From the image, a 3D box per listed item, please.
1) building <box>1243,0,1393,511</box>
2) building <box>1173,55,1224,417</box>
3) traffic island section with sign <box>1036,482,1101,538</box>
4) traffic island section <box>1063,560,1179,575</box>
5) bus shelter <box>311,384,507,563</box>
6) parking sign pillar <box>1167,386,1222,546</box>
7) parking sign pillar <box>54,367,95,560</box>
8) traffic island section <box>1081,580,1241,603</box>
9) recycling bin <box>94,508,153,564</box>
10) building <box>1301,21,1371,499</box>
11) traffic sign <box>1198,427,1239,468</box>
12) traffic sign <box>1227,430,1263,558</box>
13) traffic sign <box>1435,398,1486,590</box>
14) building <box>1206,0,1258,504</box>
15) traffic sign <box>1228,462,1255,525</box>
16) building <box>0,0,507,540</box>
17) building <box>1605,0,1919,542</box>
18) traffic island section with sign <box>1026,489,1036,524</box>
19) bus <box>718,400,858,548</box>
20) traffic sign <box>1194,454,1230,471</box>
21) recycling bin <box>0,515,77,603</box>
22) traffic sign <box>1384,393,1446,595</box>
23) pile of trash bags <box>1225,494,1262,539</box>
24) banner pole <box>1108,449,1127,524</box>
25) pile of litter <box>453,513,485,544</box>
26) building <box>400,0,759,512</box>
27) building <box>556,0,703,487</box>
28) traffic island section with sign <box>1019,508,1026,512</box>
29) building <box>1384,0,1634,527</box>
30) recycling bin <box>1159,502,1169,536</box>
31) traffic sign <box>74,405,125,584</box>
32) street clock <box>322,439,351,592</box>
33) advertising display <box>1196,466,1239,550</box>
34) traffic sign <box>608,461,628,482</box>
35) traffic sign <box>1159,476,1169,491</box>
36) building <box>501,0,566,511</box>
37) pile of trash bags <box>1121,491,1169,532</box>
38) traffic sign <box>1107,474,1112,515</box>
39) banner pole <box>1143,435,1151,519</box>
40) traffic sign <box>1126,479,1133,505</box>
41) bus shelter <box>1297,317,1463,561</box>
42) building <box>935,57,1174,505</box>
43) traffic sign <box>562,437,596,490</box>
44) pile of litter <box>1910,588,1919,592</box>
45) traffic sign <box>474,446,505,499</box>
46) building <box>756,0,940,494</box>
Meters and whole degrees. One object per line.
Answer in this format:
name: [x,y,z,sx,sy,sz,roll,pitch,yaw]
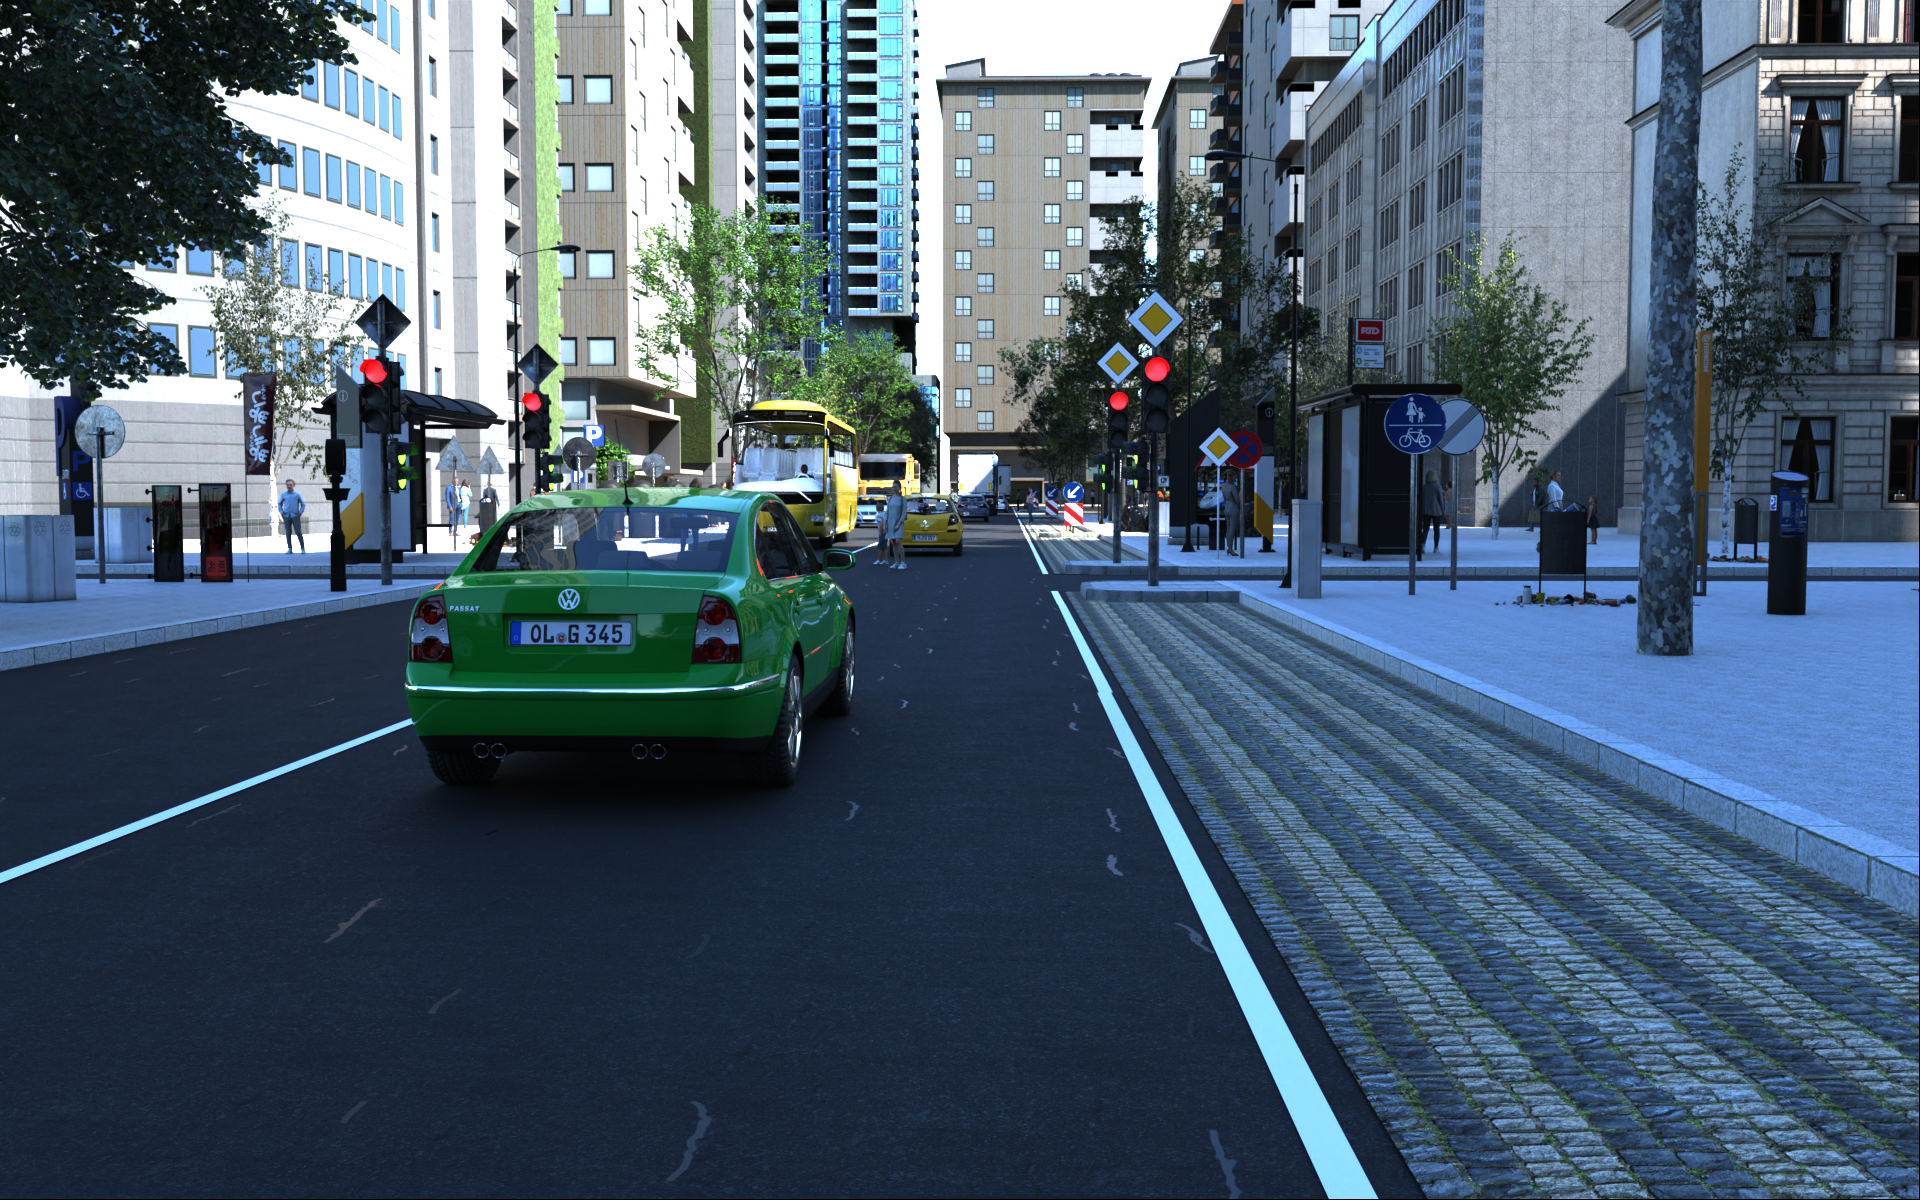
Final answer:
building: [35.503,-32.749,124.689,28.713,52.752,27.495,0,4,2]
building: [38.714,-38.389,216.894,27.495,52.752,28.713,0,4,2]
traffic island section with sign: [3.605,-2.964,57.090,1.989,1.847,2.006,0,4,2]
traffic island section: [2.935,-0.604,32.161,2.009,0.180,2.903,0,4,2]
bus shelter: [-10.817,-2.485,34.553,2.014,3.302,5.546,0,4,2]
parking sign pillar: [5.970,-3.378,43.697,1.447,3.967,1.447,2,4,26]
parking sign pillar: [-17.484,-2.798,34.217,1.447,3.967,1.447,-3,4,-36]
traffic island section: [2.722,-0.116,24.179,2.009,0.180,2.903,0,4,2]
recycling bin: [-15.566,-1.203,32.230,0.722,1.027,0.722,1,4,19]
building: [26.705,-16.993,95.857,12.078,24.808,19.932,0,4,2]
traffic sign: [5.088,-2.094,33.970,0.795,2.593,0.064,0,4,7]
traffic sign: [5.632,-2.103,34.482,0.768,2.556,0.104,1,4,10]
traffic sign: [6.606,-1.407,23.115,0.768,2.556,0.104,0,4,2]
building: [33.637,-30.489,153.121,22.147,44.769,28.867,0,4,2]
traffic sign: [6.619,-2.490,40.711,0.884,2.594,0.081,0,4,4]
building: [-30.231,-31.622,59.019,21.231,58.520,28.212,0,4,2]
building: [29.987,-11.334,49.931,19.286,19.102,10.561,0,4,2]
traffic island section with sign: [4.331,-4.627,84.278,1.989,1.847,2.006,0,4,2]
bus: [-4.543,-3.516,49.026,2.896,3.916,12.252,0,4,0]
traffic sign: [5.890,-2.466,40.323,0.884,2.594,0.081,0,4,7]
recycling bin: [-11.170,-0.504,20.802,0.722,1.027,0.722,1,4,18]
traffic sign: [5.754,-1.337,21.970,0.768,2.556,0.104,0,4,7]
pile of trash bags: [8.055,-2.548,51.409,1.912,1.369,3.447,0,4,5]
banner pole: [6.862,-5.204,75.099,0.863,3.779,0.401,0,4,-4]
pile of litter: [-12.148,-1.873,44.581,1.719,0.858,1.176,1,4,16]
building: [-33.180,-37.728,158.845,28.212,58.520,21.231,0,4,2]
building: [-33.877,-32.532,121.139,28.713,52.752,27.495,0,4,2]
traffic island section with sign: [5.683,-7.708,134.648,1.989,1.847,2.006,0,4,2]
building: [26.168,-15.774,75.934,12.078,24.808,19.932,0,4,2]
recycling bin: [6.501,-2.528,53.886,0.722,1.027,0.722,1,4,23]
traffic sign: [-12.301,-1.509,24.770,0.768,2.556,0.104,0,4,6]
street clock: [-8.206,-1.116,22.815,0.358,2.002,0.471,-1,4,-15]
advertising display: [5.888,-2.105,39.626,0.974,1.923,0.123,1,4,11]
traffic sign: [-10.506,-3.124,53.203,0.606,2.300,0.079,0,4,3]
traffic sign: [11.439,-5.824,97.350,0.606,2.300,0.079,0,4,2]
building: [-29.150,-24.772,88.622,14.154,41.232,14.086,0,4,2]
pile of trash bags: [6.443,-2.983,58.529,1.912,1.369,3.447,0,4,-3]
traffic sign: [8.885,-6.379,104.395,0.768,2.556,0.104,0,4,6]
banner pole: [7.884,-5.084,73.137,0.401,3.779,0.863,-1,4,-22]
traffic sign: [7.759,-4.789,80.438,0.606,2.300,0.079,1,4,8]
bus shelter: [8.585,-3.641,37.157,2.179,5.291,8.768,0,4,1]
building: [11.242,-38.463,218.100,27.495,52.752,28.713,0,4,2]
traffic sign: [-8.493,-2.354,38.600,0.768,2.556,0.104,0,4,8]
pile of litter: [13.113,-0.515,22.390,1.176,0.858,1.719,0,4,4]
traffic sign: [-12.682,-2.855,46.684,0.884,2.594,0.081,1,4,8]
building: [-18.083,-55.160,214.537,31.000,86.520,22.319,0,4,2]
